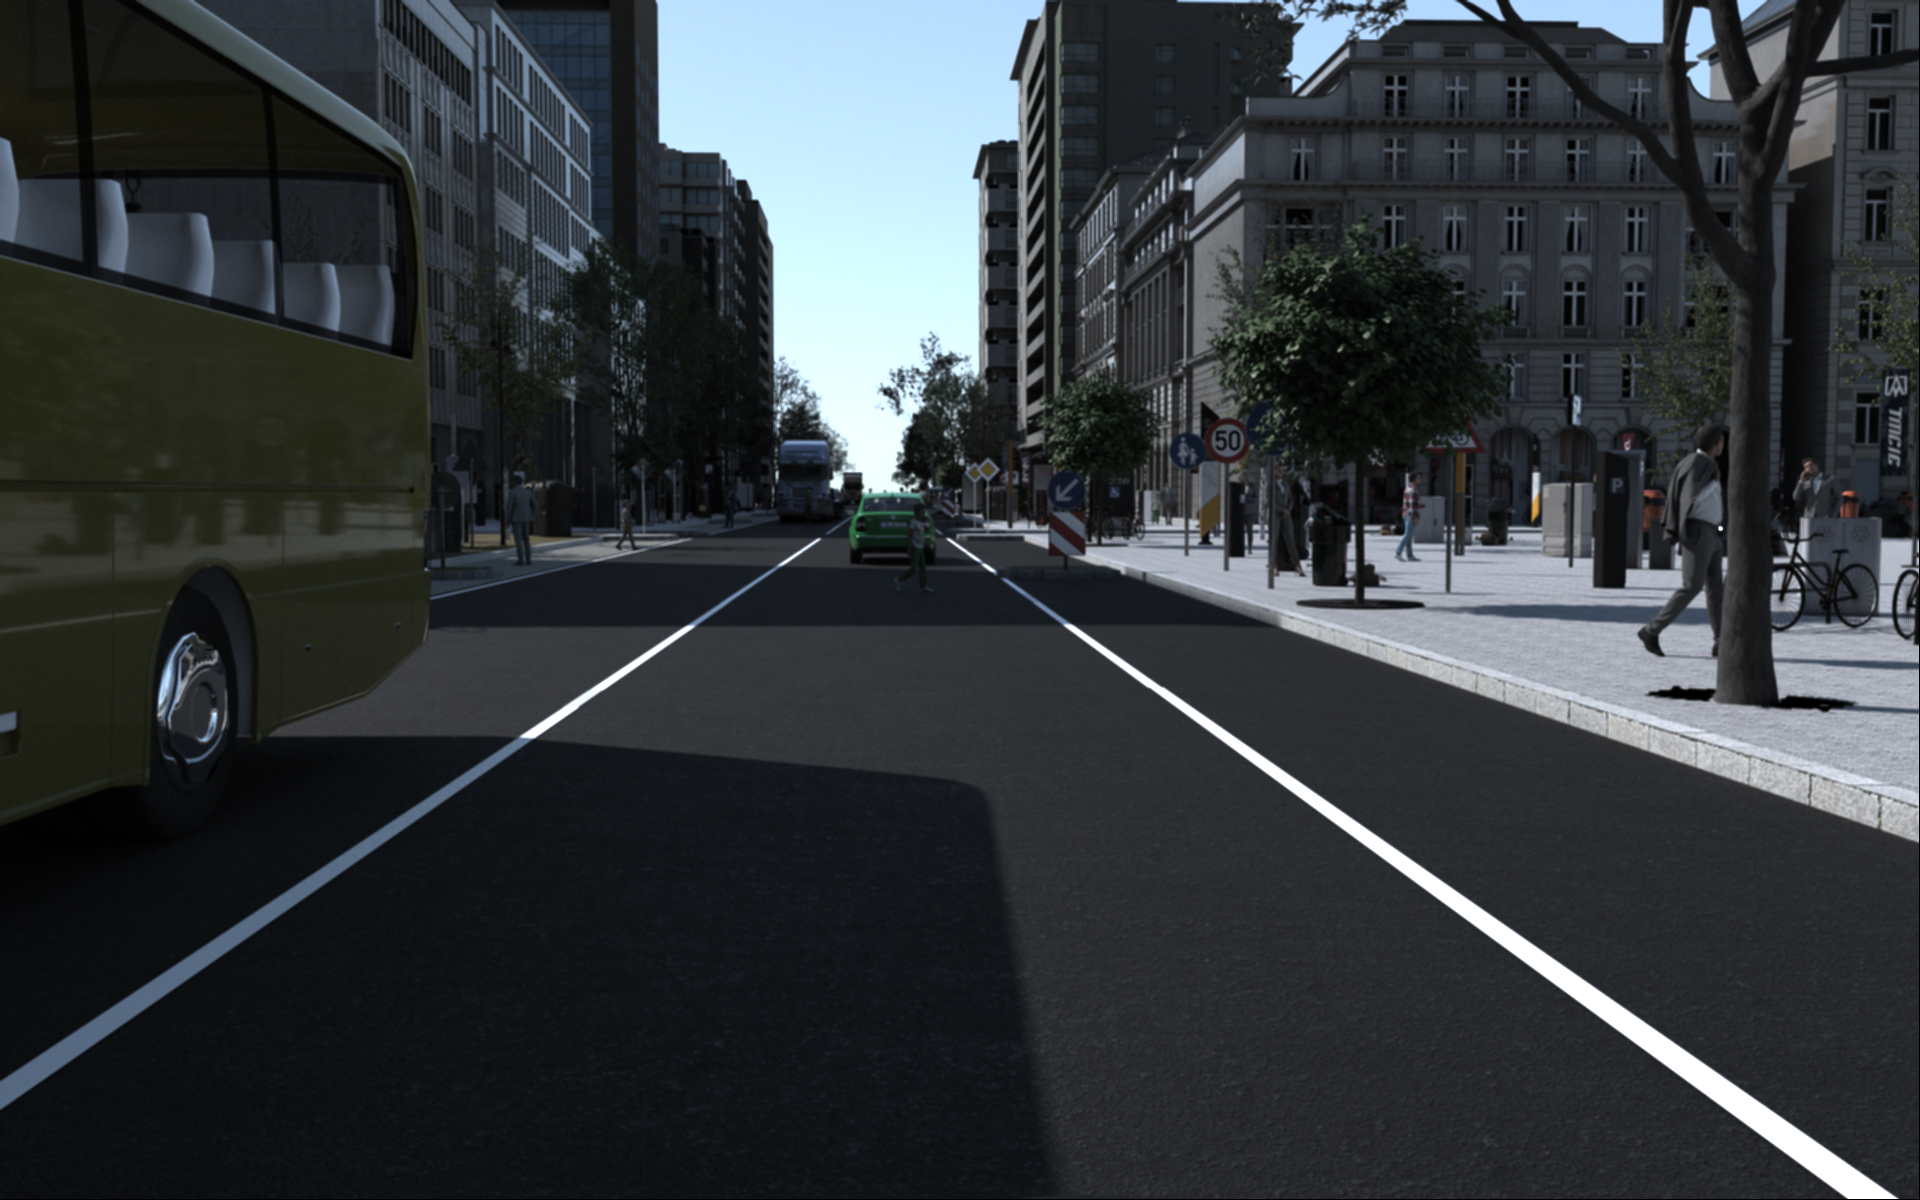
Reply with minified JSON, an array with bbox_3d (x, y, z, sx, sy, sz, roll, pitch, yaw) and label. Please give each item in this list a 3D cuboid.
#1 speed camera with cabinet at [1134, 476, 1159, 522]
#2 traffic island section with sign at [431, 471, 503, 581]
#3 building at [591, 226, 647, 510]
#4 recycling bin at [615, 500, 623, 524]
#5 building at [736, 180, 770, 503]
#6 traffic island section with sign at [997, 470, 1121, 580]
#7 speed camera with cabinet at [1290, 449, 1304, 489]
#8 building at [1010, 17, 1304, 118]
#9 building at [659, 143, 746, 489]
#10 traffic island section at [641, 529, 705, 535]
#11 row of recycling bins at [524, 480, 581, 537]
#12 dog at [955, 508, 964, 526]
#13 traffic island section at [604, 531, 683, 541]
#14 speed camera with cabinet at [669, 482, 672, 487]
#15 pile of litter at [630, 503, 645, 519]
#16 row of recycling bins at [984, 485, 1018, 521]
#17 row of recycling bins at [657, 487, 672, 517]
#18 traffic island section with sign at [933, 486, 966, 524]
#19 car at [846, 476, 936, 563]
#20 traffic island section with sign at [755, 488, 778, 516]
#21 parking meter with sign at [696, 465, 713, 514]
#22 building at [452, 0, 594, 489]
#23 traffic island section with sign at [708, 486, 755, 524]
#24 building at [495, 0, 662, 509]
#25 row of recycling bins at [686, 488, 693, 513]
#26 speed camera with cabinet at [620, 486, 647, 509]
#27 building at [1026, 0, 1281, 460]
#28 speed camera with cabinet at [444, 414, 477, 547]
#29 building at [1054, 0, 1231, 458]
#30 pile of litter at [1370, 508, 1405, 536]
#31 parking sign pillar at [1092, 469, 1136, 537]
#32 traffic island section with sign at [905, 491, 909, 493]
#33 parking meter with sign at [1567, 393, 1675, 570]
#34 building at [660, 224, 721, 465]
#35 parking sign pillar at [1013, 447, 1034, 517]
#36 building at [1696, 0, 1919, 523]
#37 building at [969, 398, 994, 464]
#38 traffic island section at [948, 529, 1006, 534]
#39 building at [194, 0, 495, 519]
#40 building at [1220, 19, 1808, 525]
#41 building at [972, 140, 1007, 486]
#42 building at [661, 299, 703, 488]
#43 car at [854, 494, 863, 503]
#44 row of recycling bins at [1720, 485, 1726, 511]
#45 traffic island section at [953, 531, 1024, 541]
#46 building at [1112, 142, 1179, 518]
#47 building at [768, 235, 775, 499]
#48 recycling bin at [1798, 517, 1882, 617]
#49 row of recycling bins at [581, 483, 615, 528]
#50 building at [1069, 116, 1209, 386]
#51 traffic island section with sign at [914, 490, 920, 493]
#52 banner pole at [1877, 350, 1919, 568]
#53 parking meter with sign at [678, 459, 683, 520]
[{"bbox_3d":[8.367,-5.298,80.957,0.660,3.252,2.038,-3,5,-45],"label":"speed camera with cabinet"},{"bbox_3d":[-8.865,-1.270,29.390,1.989,1.847,2.006,0,4,-2],"label":"traffic island section with sign"},{"bbox_3d":[-29.512,-16.676,127.398,10.420,20.320,16.860,0,4,-2],"label":"building"},{"bbox_3d":[-14.913,-3.777,74.301,0.722,1.027,0.722,1,4,10],"label":"recycling bin"},{"bbox_3d":[-41.101,-39.467,268.994,21.300,48.544,21.600,0,4,-2],"label":"building"},{"bbox_3d":[1.653,-1.297,29.831,1.989,1.847,2.006,0,4,-2],"label":"traffic island section with sign"},{"bbox_3d":[13.036,-4.425,66.690,0.660,3.252,2.038,1,4,9],"label":"speed camera with cabinet"},{"bbox_3d":[20.733,-36.816,191.188,28.713,52.752,27.495,0,4,-2],"label":"building"},{"bbox_3d":[-41.898,-38.124,242.941,23.786,49.044,30.456,0,4,-2],"label":"building"},{"bbox_3d":[-10.251,-2.432,62.046,2.009,0.180,2.903,0,4,-2],"label":"traffic island section"},{"bbox_3d":[-12.624,-2.808,53.026,1.069,1.692,3.534,-2,4,-25],"label":"row of recycling bins"},{"bbox_3d":[-0.141,-3.691,77.185,0.800,0.831,0.513,-2,4,-25],"label":"dog"},{"bbox_3d":[-9.908,-1.944,54.069,2.009,0.180,2.903,0,4,-2],"label":"traffic island section"},{"bbox_3d":[-22.295,-8.582,134.647,0.660,3.252,2.038,0,4,-5],"label":"speed camera with cabinet"},{"bbox_3d":[-16.473,-4.501,87.557,1.719,0.858,1.176,2,4,25],"label":"pile of litter"},{"bbox_3d":[2.011,-4.675,83.550,1.069,1.692,3.534,-1,4,-15],"label":"row of recycling bins"},{"bbox_3d":[-16.299,-5.488,96.836,1.069,1.692,3.534,0,4,-2],"label":"row of recycling bins"},{"bbox_3d":[-0.720,-4.677,85.090,1.989,1.847,2.006,0,4,-2],"label":"traffic island section with sign"},{"bbox_3d":[-1.471,-1.735,37.162,1.959,1.807,4.718,0,4,-3],"label":"car"},{"bbox_3d":[-12.389,-6.299,111.615,1.989,1.847,2.006,0,4,-2],"label":"traffic island section with sign"},{"bbox_3d":[-15.226,-6.524,102.928,0.543,3.016,1.738,-2,4,-30],"label":"parking meter with sign"},{"bbox_3d":[-29.976,-19.956,103.780,11.434,29.767,29.804,0,4,-2],"label":"building"},{"bbox_3d":[-11.238,-4.652,84.685,1.989,1.847,2.006,0,4,-2],"label":"traffic island section with sign"},{"bbox_3d":[-32.602,-30.139,142.876,14.600,45.320,14.200,0,4,-2],"label":"building"},{"bbox_3d":[-18.992,-6.980,121.243,1.069,1.692,3.534,-1,4,-12],"label":"row of recycling bins"},{"bbox_3d":[-22.135,-7.496,116.902,2.038,3.252,0.660,-2,4,-30],"label":"speed camera with cabinet"},{"bbox_3d":[17.816,-33.157,165.819,21.300,48.544,21.600,0,4,-2],"label":"building"},{"bbox_3d":[-12.376,-2.932,42.280,0.660,3.252,2.038,0,4,2],"label":"speed camera with cabinet"},{"bbox_3d":[14.907,-28.410,148.092,14.154,41.232,14.086,0,4,-2],"label":"building"},{"bbox_3d":[13.589,-2.445,53.947,1.719,0.858,1.176,0,4,1],"label":"pile of litter"},{"bbox_3d":[4.616,-3.921,52.582,1.447,3.967,1.447,-1,4,-16],"label":"parking sign pillar"},{"bbox_3d":[-5.198,-11.050,189.296,1.989,1.847,2.006,0,4,-2],"label":"traffic island section with sign"},{"bbox_3d":[11.377,-2.049,29.766,1.738,3.016,0.543,2,4,34],"label":"parking meter with sign"},{"bbox_3d":[-33.531,-25.372,186.525,14.160,30.474,14.107,0,4,-2],"label":"building"},{"bbox_3d":[3.390,-6.565,95.815,1.447,3.967,1.447,1,4,15],"label":"parking sign pillar"},{"bbox_3d":[48.342,-17.201,78.492,25.104,27.353,12.463,0,4,-2],"label":"building"},{"bbox_3d":[15.961,-26.838,283.847,27.650,21.520,28.899,0,4,-2],"label":"building"},{"bbox_3d":[0.580,-2.460,62.506,2.009,0.180,2.903,0,4,-2],"label":"traffic island section"},{"bbox_3d":[-29.709,-15.968,79.098,12.078,24.808,19.932,0,4,-2],"label":"building"},{"bbox_3d":[23.091,-14.478,78.512,24.055,21.916,13.314,0,4,-2],"label":"building"},{"bbox_3d":[16.824,-40.696,254.625,28.713,52.752,27.495,0,4,-2],"label":"building"},{"bbox_3d":[-39.780,-19.559,164.824,27.650,21.520,28.899,0,4,-2],"label":"building"},{"bbox_3d":[-15.236,-15.481,264.905,2.131,1.459,4.920,0,4,-1],"label":"car"},{"bbox_3d":[30.748,-3.890,70.720,1.069,1.692,3.534,2,4,24],"label":"row of recycling bins"},{"bbox_3d":[0.923,-1.972,54.528,2.009,0.180,2.903,0,4,-2],"label":"traffic island section"},{"bbox_3d":[17.033,-15.854,101.009,13.314,21.916,24.055,0,4,-2],"label":"building"},{"bbox_3d":[-38.274,-39.005,287.837,14.600,45.320,14.200,0,4,-2],"label":"building"},{"bbox_3d":[9.389,-0.364,18.504,0.722,1.027,0.722,1,4,21],"label":"recycling bin"},{"bbox_3d":[-14.123,-3.646,66.730,1.069,1.692,3.534,-2,4,-29],"label":"row of recycling bins"},{"bbox_3d":[15.377,-20.087,125.691,12.463,27.353,25.104,0,4,-2],"label":"building"},{"bbox_3d":[-1.874,-6.324,112.021,1.989,1.847,2.006,0,4,-2],"label":"traffic island section with sign"},{"bbox_3d":[16.550,-2.469,30.380,0.401,3.779,0.863,-3,5,-39],"label":"banner pole"},{"bbox_3d":[-14.156,-5.573,87.373,0.543,3.016,1.738,0,4,-7],"label":"parking meter with sign"}]
